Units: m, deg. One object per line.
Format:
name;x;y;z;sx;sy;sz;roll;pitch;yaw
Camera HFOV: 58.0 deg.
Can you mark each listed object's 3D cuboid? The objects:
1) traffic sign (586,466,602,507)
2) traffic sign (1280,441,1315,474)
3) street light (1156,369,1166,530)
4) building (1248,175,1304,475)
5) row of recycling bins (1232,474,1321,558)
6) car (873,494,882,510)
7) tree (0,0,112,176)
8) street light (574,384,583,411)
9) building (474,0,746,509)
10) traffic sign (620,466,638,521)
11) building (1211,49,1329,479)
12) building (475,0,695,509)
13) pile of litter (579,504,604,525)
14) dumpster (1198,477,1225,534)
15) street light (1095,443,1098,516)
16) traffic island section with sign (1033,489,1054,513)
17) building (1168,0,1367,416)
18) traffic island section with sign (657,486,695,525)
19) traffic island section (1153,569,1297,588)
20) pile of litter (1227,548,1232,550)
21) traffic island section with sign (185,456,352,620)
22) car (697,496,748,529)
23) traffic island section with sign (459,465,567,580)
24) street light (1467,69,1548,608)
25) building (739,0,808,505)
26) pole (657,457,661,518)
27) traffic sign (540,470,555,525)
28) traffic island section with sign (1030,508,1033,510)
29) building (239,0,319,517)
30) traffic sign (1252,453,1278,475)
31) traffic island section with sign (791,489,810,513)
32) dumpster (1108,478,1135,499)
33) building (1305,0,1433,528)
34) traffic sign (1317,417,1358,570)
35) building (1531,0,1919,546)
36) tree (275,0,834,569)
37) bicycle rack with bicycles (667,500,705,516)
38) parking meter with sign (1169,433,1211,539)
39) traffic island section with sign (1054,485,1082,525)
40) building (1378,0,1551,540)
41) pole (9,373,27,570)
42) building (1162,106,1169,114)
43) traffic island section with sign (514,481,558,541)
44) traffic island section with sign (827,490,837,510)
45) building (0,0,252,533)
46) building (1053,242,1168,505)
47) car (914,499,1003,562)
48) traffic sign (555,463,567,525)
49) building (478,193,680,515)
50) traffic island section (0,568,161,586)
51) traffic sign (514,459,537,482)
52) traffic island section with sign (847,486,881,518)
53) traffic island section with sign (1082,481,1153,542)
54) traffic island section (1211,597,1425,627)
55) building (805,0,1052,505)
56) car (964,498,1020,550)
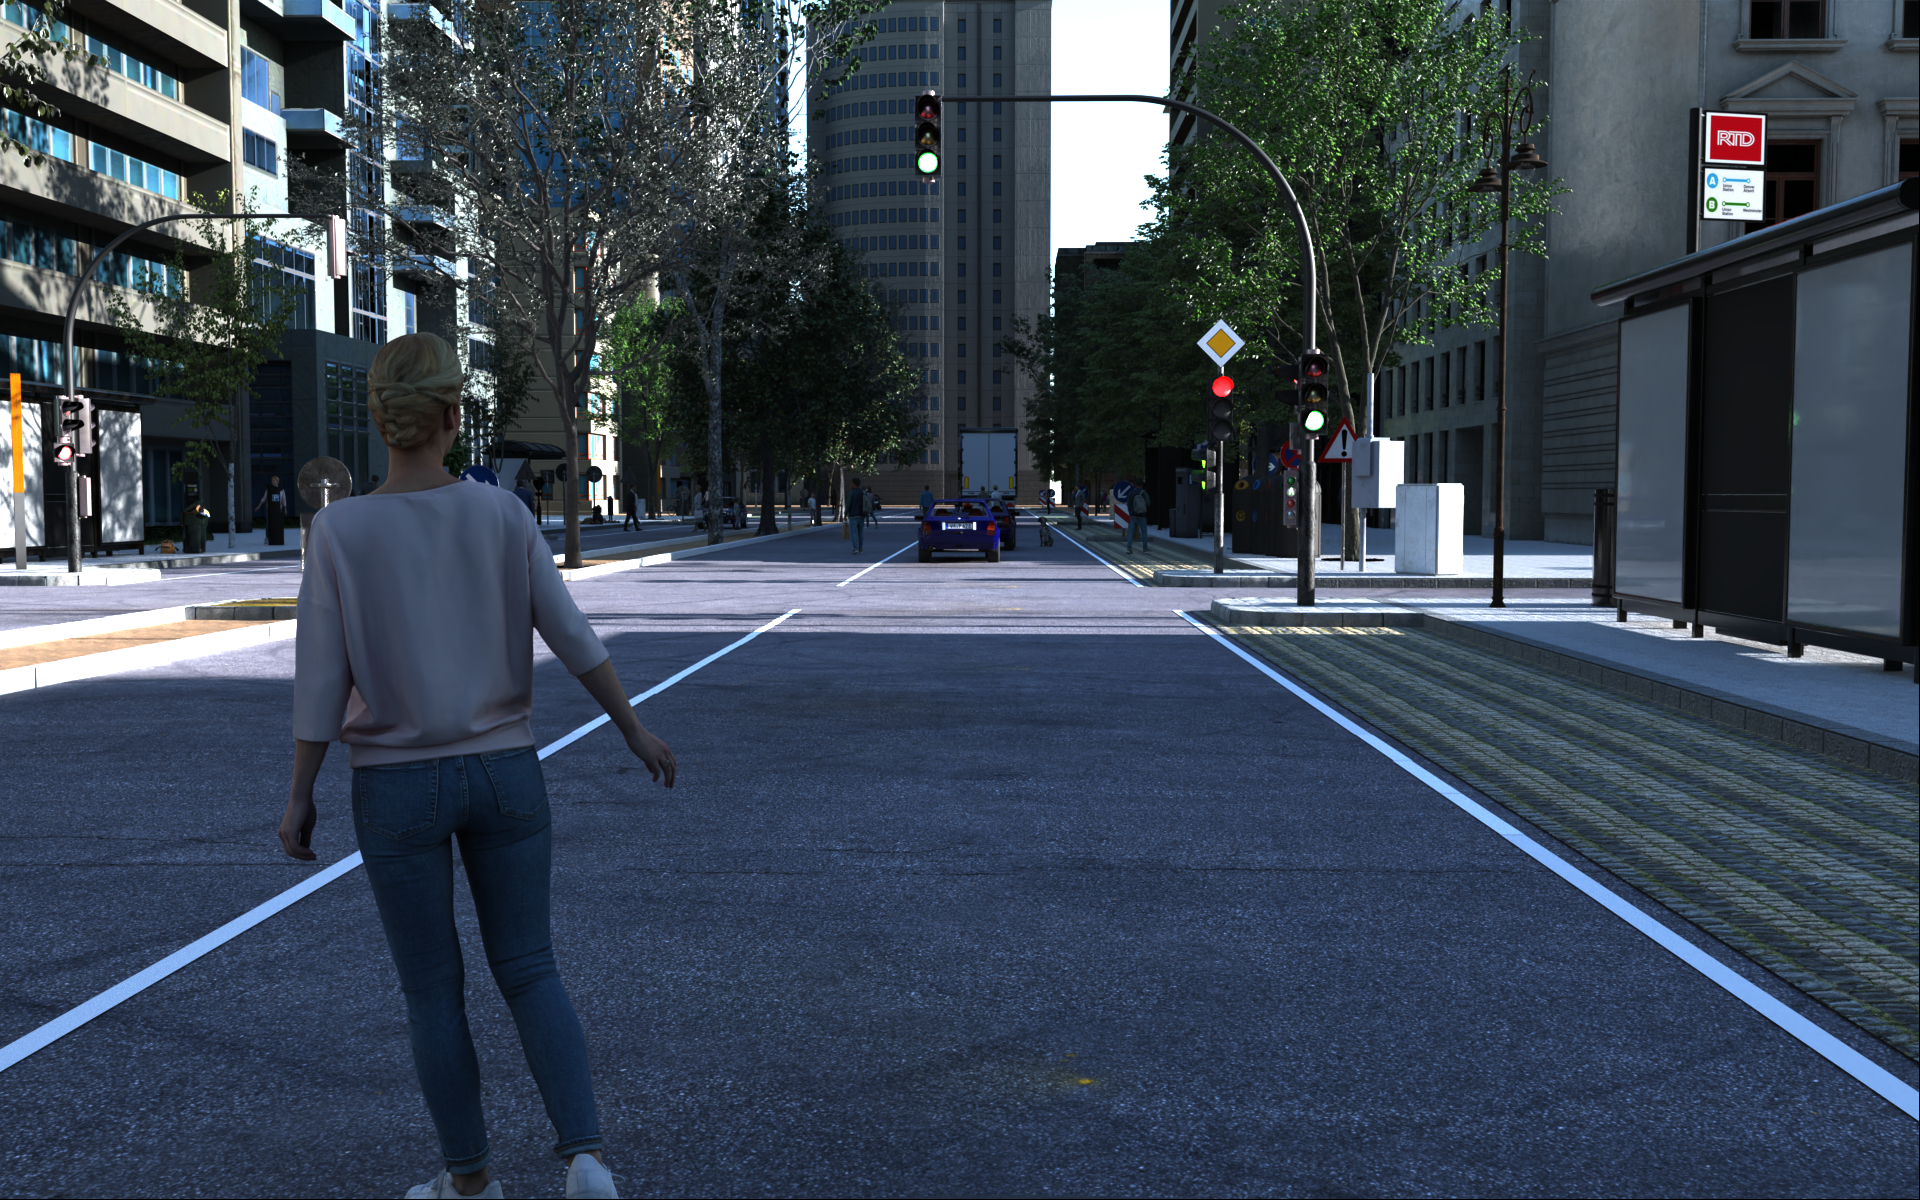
traffic sign;-16.383;-4.738;77.564;0.768;2.556;0.104;1;4;10
traffic sign;7.553;-2.371;38.868;0.768;2.556;0.104;0;4;5
street light;7.088;-5.417;61.351;0.468;5.910;1.993;0;4;1
building;24.073;-13.859;94.040;16.820;18.784;16.811;0;4;1
row of recycling bins;6.641;-1.787;36.331;1.069;1.692;3.534;-1;4;-10
car;-7.996;-8.913;155.522;2.009;1.686;4.222;0;4;1
tree;-7.899;-3.567;11.133;4.360;8.622;3.978;0;3;0
street light;-15.523;-5.915;69.495;0.468;5.910;1.993;0;4;1
building;-31.900;-44.199;160.909;20.611;71.187;20.563;0;4;1
traffic sign;-15.496;-4.956;81.029;0.884;2.594;0.081;1;4;9
building;23.663;-21.076;116.292;14.160;30.474;14.107;0;4;1
building;-29.566;-29.967;140.065;14.600;45.320;14.200;0;4;1
pile of litter;-15.592;-3.621;73.165;1.176;0.858;1.719;0;4;6
dumpster;7.474;-2.909;53.314;1.264;1.857;1.865;0;4;2
street light;8.041;-7.912;102.153;0.468;5.910;1.993;0;4;1
traffic island section with sign;6.687;-7.404;129.684;1.989;1.847;2.006;0;4;1
building;27.792;-31.198;133.797;21.300;48.544;21.600;0;4;1
traffic island section with sign;-12.940;-4.407;80.676;1.989;1.847;2.006;0;4;1
traffic island section;4.195;-0.347;27.959;2.009;0.180;2.903;0;4;1
pile of litter;6.954;-1.602;40.152;1.719;0.858;1.176;-1;4;-12
traffic island section with sign;-7.749;-0.756;20.502;2.006;1.907;1.989;0;4;1
car;-9.919;-3.657;72.368;1.945;1.354;3.894;0;3;0
traffic island section with sign;-7.558;-1.209;27.906;2.006;1.907;1.989;0;4;1
street light;6.092;-2.854;19.448;0.468;5.910;1.993;0;4;1
building;-33.183;-54.543;204.453;31.000;86.520;22.319;0;4;1
pole;-16.403;-6.149;94.382;0.158;3.312;0.155;0;3;0
traffic sign;-17.280;-4.308;72.561;0.606;2.300;0.079;0;4;3
traffic island section with sign;7.368;-9.083;157.129;1.989;1.847;2.006;0;4;1
building;-35.899;-46.999;81.101;22.319;86.520;31.000;0;4;1
traffic sign;9.231;-3.201;52.442;0.768;2.556;0.104;0;4;5
traffic island section with sign;-11.719;-7.456;130.540;1.989;1.847;2.006;0;4;1
dumpster;9.410;-6.023;100.971;1.502;2.255;1.985;0;4;1
building;21.861;-14.816;71.915;12.332;23.373;15.834;0;4;1
traffic sign;6.449;-1.782;29.141;0.884;2.594;0.081;0;4;3
building;25.282;-12.504;40.592;21.152;22.565;11.583;0;4;1
tree;-7.418;-7.337;32.780;12.009;13.543;11.850;0;3;0
bicycle rack with bicycles;-15.456;-5.436;102.252;2.925;0.926;2.852;2;4;33
parking meter with sign;6.646;-3.320;50.537;0.543;3.016;1.738;-1;4;-21
traffic island section with sign;5.478;-4.365;79.990;1.989;1.847;2.006;0;4;1
building;20.650;-12.291;55.716;10.420;20.320;16.860;0;4;1
pole;-15.970;-2.172;29.362;0.158;3.312;0.155;0;3;0
building;39.172;-37.806;207.362;27.495;52.752;28.713;0;4;1
traffic island section with sign;-13.598;-2.758;53.729;1.989;1.847;2.006;0;4;1
traffic island section with sign;-11.056;-9.114;157.649;1.989;1.847;2.006;0;4;1
building;-34.428;-25.822;45.888;21.300;48.544;21.600;0;4;1
building;18.010;-26.272;201.241;14.107;30.474;14.160;0;4;1
car;-0.029;-1.533;37.642;1.945;1.354;3.894;0;4;0
traffic sign;-16.301;-4.357;71.337;0.768;2.556;0.104;1;4;9
building;-35.841;-16.782;119.429;27.650;21.520;28.899;0;4;1
traffic island section;-14.541;-0.376;28.420;2.009;0.180;2.903;0;4;1
traffic sign;-16.135;-3.936;64.350;0.884;2.594;0.081;0;4;8
traffic island section with sign;-5.732;-5.803;103.023;2.006;1.907;1.989;0;4;1
traffic island section with sign;4.816;-2.686;52.550;1.989;1.847;2.006;0;4;1
traffic island section;3.999;0.141;19.977;2.009;0.180;2.903;0;4;1
building;-3.586;-40.526;204.594;28.212;58.520;21.231;0;4;1
car;0.589;-2.008;45.403;1.945;1.354;3.894;0;4;3
